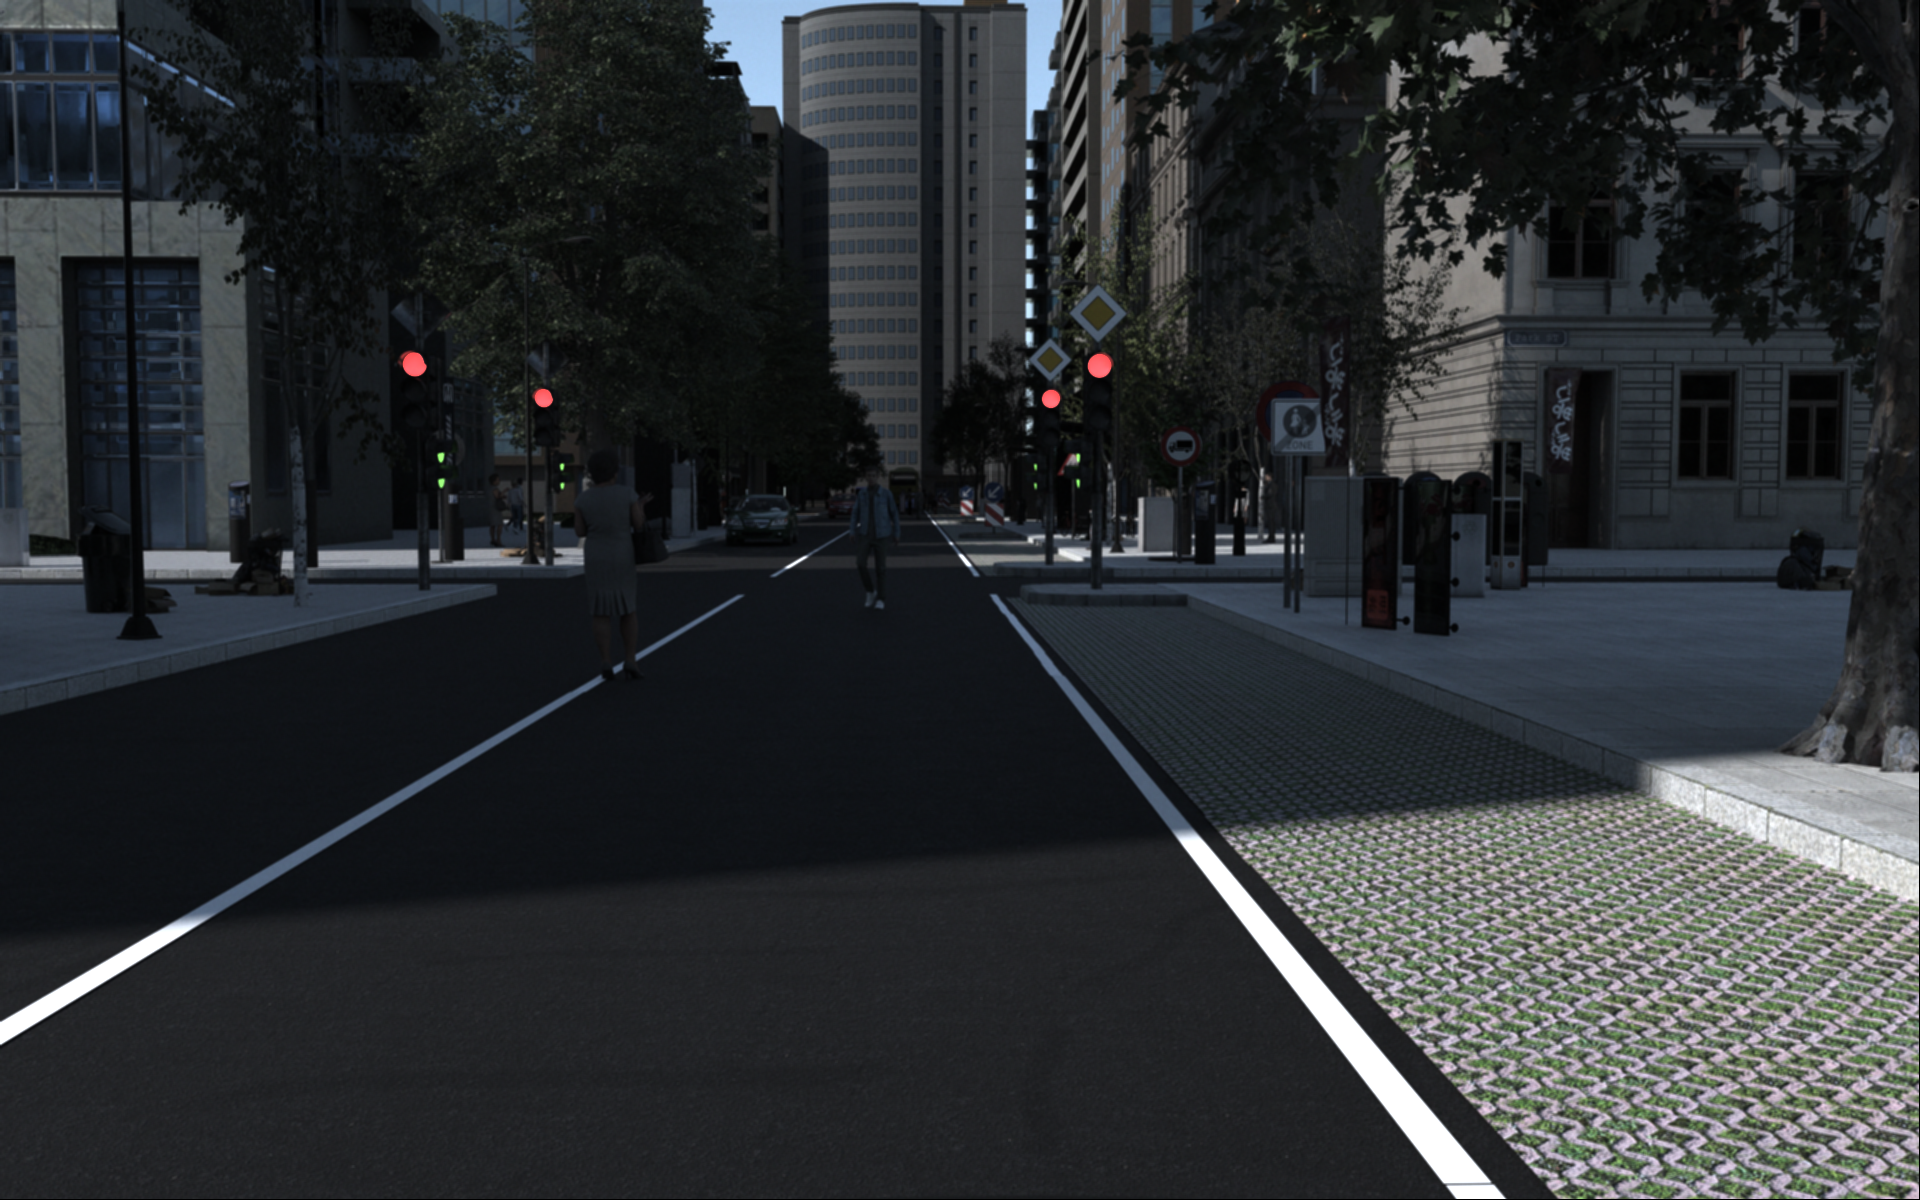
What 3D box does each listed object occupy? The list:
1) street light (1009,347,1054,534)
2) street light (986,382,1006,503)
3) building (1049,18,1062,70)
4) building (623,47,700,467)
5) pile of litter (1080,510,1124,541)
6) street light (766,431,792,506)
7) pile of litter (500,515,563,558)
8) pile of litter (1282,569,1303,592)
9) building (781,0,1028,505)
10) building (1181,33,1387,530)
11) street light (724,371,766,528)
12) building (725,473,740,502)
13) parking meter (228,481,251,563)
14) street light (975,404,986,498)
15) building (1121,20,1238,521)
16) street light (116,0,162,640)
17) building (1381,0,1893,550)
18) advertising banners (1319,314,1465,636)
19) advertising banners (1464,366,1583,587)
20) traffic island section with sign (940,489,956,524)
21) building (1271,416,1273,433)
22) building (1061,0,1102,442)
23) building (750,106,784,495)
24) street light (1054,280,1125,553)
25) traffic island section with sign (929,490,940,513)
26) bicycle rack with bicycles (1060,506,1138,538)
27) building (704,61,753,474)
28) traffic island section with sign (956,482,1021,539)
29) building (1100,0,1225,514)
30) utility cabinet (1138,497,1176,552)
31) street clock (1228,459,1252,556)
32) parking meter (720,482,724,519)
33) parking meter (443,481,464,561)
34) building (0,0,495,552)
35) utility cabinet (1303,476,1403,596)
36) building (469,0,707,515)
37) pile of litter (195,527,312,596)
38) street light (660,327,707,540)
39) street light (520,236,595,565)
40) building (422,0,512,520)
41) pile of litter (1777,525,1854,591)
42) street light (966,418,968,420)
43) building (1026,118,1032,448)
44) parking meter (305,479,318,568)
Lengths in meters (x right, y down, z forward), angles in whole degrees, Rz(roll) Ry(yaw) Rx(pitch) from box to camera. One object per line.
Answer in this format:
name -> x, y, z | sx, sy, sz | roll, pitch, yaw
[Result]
street light -> 2.405, -5.043, 54.987 | 1.470, 5.913, 1.316 | 0, 4, -2
street light -> 1.959, -6.060, 71.618 | 1.470, 5.913, 1.316 | 0, 4, -2
building -> 19.825, -33.007, 159.266 | 23.786, 49.044, 30.456 | 0, 4, -2
building -> -24.805, -20.852, 112.633 | 14.160, 30.474, 14.107 | 0, 4, -2
pile of litter -> 3.928, -2.075, 47.889 | 1.176, 0.858, 1.719 | 0, 4, -3
street light -> -8.673, -6.695, 82.000 | 1.470, 5.913, 1.316 | 0, 4, -2
pile of litter -> -8.769, -1.312, 35.411 | 1.176, 0.858, 1.719 | -2, 4, -26
pile of litter -> 4.864, -0.578, 23.409 | 1.176, 0.858, 1.719 | 3, 5, 43
building -> -6.754, -40.708, 207.567 | 28.212, 58.520, 21.231 | 0, 4, -2
building -> 17.192, -13.870, 68.572 | 13.314, 21.916, 24.055 | 0, 4, -2
street light -> -8.173, -5.647, 64.875 | 1.470, 5.913, 1.316 | 0, 4, -2
building -> -35.169, -27.807, 146.518 | 32.217, 40.220, 23.993 | 0, 4, -2
parking meter -> -13.435, -1.462, 32.320 | 0.372, 1.533, 0.369 | 0, 3, 0
street light -> 1.474, -7.149, 89.429 | 1.470, 5.913, 1.316 | 0, 4, -2
building -> 16.313, -18.092, 93.064 | 12.463, 27.353, 25.104 | 0, 4, -2
street light -> -6.748, -2.610, 15.213 | 1.470, 5.913, 1.316 | 0, 4, -2
building -> 22.020, -12.731, 44.309 | 21.152, 22.565, 11.583 | 0, 4, -2
advertising banners -> 4.010, -1.237, 16.418 | 0.090, 3.025, 2.074 | -2, 4, -25
advertising banners -> 7.543, -1.684, 23.720 | 2.074, 3.025, 0.090 | -1, 4, -10
traffic island section with sign -> 0.190, -4.557, 83.138 | 1.989, 1.847, 2.006 | 0, 4, -2
building -> 45.920, -26.555, 205.877 | 14.107, 30.474, 14.160 | 0, 4, -2
building -> 19.352, -31.156, 133.105 | 21.300, 48.544, 21.600 | 0, 4, -2
building -> -31.650, -35.685, 207.150 | 21.600, 48.544, 21.300 | 0, 4, -2
street light -> 2.903, -3.989, 37.758 | 1.470, 5.913, 1.316 | 0, 4, -2
traffic island section with sign -> -1.220, -7.631, 133.396 | 1.989, 1.847, 2.006 | 0, 4, -2
bicycle rack with bicycles -> 4.421, -2.309, 51.133 | 2.852, 0.926, 2.925 | -1, 4, -13
building -> -27.201, -29.534, 166.467 | 14.086, 41.232, 14.154 | 0, 4, -2
traffic island section with sign -> 0.962, -2.899, 56.024 | 1.989, 1.847, 2.006 | 0, 4, -2
building -> 17.011, -28.436, 115.033 | 14.600, 45.320, 14.200 | 0, 4, -2
utility cabinet -> 4.448, -1.675, 38.541 | 1.020, 1.237, 0.306 | -2, 4, -30
street clock -> 5.817, -1.925, 36.039 | 0.471, 2.002, 0.358 | -2, 4, -31
parking meter -> -11.737, -4.839, 84.834 | 0.255, 1.863, 0.399 | -2, 4, -35
parking meter -> -9.779, -1.531, 33.442 | 0.372, 1.533, 0.369 | 0, 3, 0
building -> -27.352, -45.163, 51.085 | 22.319, 86.520, 31.000 | 0, 4, -2
utility cabinet -> 4.921, -0.795, 21.674 | 1.173, 1.500, 0.318 | 0, 4, -4
building -> -26.453, -29.165, 126.966 | 14.600, 45.320, 14.200 | 0, 4, -2
pile of litter -> -9.083, -0.505, 22.218 | 1.719, 0.858, 1.176 | 3, 5, 43
street light -> -7.685, -4.615, 47.994 | 1.470, 5.913, 1.316 | 0, 4, -2
street light -> -7.273, -3.598, 31.362 | 1.470, 5.913, 1.316 | 0, 4, -2
building -> -25.746, -26.941, 90.597 | 14.600, 45.320, 14.200 | 0, 4, -2
pile of litter -> 11.812, -0.590, 23.605 | 1.719, 0.858, 1.176 | -2, 4, -32
street light -> 0.901, -8.182, 106.315 | 1.470, 5.913, 1.316 | 0, 4, -2
building -> 22.521, -36.131, 210.348 | 30.456, 49.044, 23.786 | 0, 4, -2
parking meter -> -11.385, -1.329, 30.138 | 0.372, 1.533, 0.369 | 0, 3, 0
